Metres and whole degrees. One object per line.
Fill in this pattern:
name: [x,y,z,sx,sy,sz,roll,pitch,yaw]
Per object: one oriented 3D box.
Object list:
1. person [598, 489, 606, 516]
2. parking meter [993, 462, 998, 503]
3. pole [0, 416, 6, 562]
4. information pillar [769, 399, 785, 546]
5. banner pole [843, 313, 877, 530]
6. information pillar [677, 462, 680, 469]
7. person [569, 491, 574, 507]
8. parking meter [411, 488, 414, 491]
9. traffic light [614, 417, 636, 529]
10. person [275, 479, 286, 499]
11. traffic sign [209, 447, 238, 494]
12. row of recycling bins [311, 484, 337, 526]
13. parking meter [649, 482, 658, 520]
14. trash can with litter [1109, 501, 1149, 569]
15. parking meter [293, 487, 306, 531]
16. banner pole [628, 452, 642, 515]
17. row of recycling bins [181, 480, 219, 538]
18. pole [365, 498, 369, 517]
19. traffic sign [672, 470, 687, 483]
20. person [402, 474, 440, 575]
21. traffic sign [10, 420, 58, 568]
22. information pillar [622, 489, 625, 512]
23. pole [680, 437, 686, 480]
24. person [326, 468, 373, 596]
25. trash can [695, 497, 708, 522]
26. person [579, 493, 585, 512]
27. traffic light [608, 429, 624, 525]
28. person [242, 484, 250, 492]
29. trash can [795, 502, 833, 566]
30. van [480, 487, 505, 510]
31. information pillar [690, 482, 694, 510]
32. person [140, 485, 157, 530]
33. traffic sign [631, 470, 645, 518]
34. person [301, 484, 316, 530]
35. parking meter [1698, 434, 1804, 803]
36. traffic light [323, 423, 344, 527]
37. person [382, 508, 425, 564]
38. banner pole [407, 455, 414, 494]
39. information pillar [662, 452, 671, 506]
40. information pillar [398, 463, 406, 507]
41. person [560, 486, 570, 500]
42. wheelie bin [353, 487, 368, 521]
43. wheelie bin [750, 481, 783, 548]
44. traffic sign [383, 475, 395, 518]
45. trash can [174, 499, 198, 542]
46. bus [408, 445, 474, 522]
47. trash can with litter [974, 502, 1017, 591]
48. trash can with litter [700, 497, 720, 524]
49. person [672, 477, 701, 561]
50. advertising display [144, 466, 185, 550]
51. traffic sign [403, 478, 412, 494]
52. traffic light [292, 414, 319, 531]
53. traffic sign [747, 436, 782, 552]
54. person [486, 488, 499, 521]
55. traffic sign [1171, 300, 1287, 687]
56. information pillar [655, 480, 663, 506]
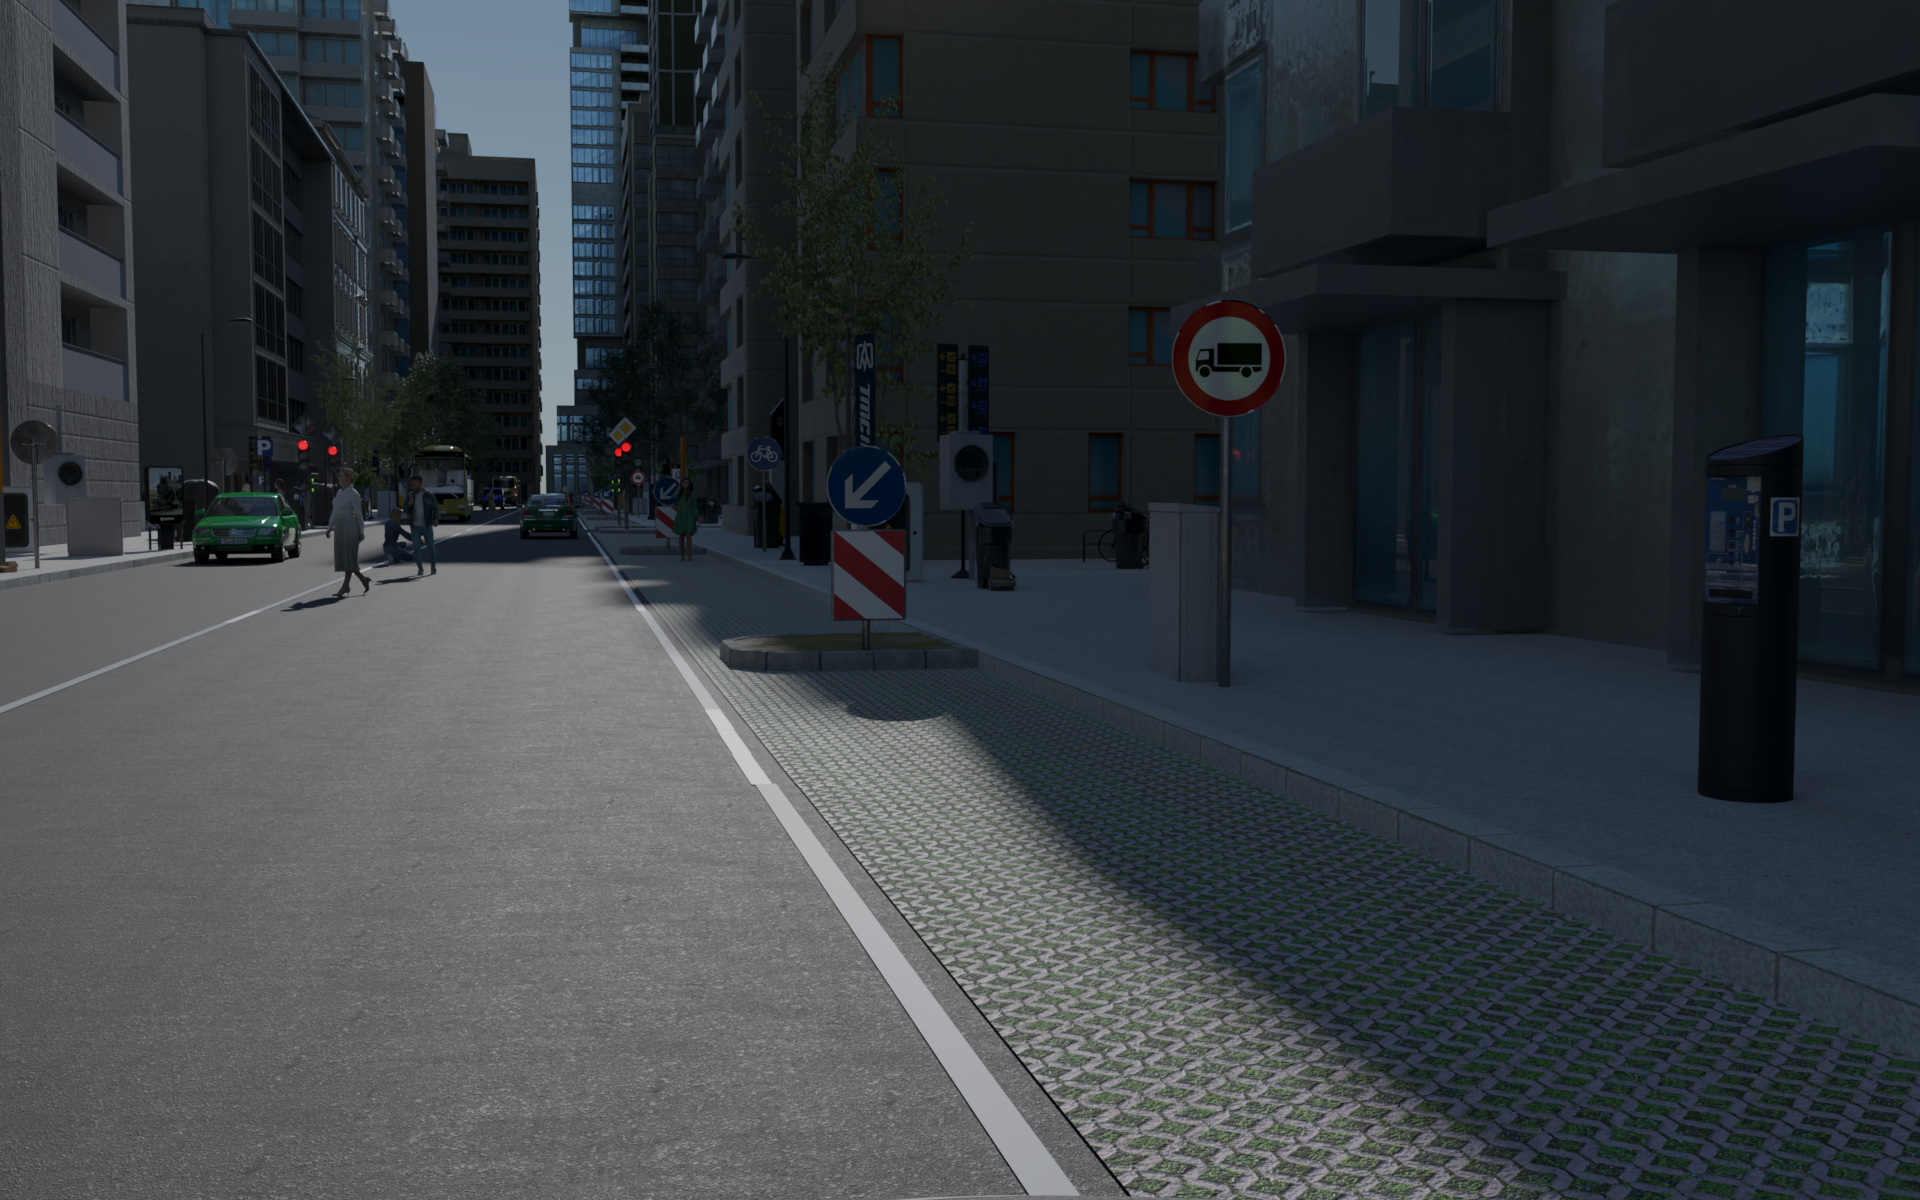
person: [-23.311,-6.363,112.763,0.641,1.798,0.478,3,4,36]
parking meter: [0.565,-1.592,31.743,0.255,1.863,0.399,0,4,3]
pole: [-16.854,-2.228,30.265,0.158,3.312,0.155,0,3,0]
information pillar: [-4.494,-3.132,42.571,0.183,3.616,0.504,3,4,36]
banner pole: [-1.404,-2.074,23.923,0.401,3.779,0.863,-3,5,-40]
information pillar: [-20.590,-8.316,127.322,0.504,3.616,0.183,-3,4,-37]
person: [-42.192,-10.970,188.303,0.568,1.767,0.683,2,4,27]
parking meter: [-34.787,-6.410,110.509,0.255,1.863,0.399,1,4,13]
traffic light: [-12.192,-4.538,63.123,0.839,4.253,0.868,-1,4,-13]
person: [-17.904,-2.262,45.501,0.388,1.821,0.555,-2,4,-33]
traffic sign: [-20.131,-2.890,47.362,0.768,2.556,0.104,0,4,-4]
row of recycling bins: [-25.995,-3.926,71.302,1.069,1.692,3.534,-1,4,-12]
parking meter: [-15.111,-4.872,85.370,0.399,1.863,0.255,-2,4,-24]
trash can with litter: [3.128,-1.127,29.822,1.055,1.170,0.624,-1,4,-13]
parking meter: [-22.784,-3.139,59.736,0.372,1.533,0.369,0,3,0]
banner pole: [-19.412,-6.954,103.718,0.863,3.779,0.401,0,4,6]
row of recycling bins: [-22.308,-2.656,50.546,1.069,1.692,3.534,-2,4,-30]
pole: [-33.749,-6.400,98.490,0.158,3.312,0.155,0,3,0]
traffic sign: [-11.438,-4.192,70.674,0.606,2.300,0.079,-1,4,-8]
person: [-9.537,-1.334,30.659,0.623,1.781,0.721,-1,4,-19]
traffic sign: [-15.945,-1.820,29.855,0.768,2.556,0.104,-1,4,-9]
information pillar: [-23.930,-8.083,123.509,0.183,3.616,0.504,3,4,37]
pole: [-9.833,-4.146,61.626,0.158,3.312,0.155,0,3,0]
person: [-8.622,-0.965,24.509,0.641,1.798,0.478,-3,5,-44]
trash can: [-12.160,-4.237,80.936,0.748,1.137,0.748,0,3,0]
person: [-29.875,-7.713,137.202,0.503,1.515,0.523,2,4,32]
traffic light: [-13.982,-5.014,70.906,0.839,4.253,0.868,-1,4,-13]
person: [-25.672,-3.274,62.213,0.537,1.800,0.526,-1,4,-15]
trash can: [-2.590,-1.192,31.149,0.748,1.137,0.748,0,3,0]
van: [-42.739,-9.431,158.576,2.240,2.365,5.245,-1,4,-13]
information pillar: [-16.299,-6.130,104.719,0.304,2.012,0.304,-3,5,-44]
person: [-30.162,-3.452,65.154,1.509,1.804,0.699,0,4,-7]
traffic sign: [-17.353,-5.709,93.440,0.768,2.556,0.104,0,4,-4]
person: [-25.082,-3.526,66.246,0.767,1.812,0.694,0,4,3]
parking meter: [3.339,0.067,7.321,0.372,1.533,0.369,0,3,0]
traffic light: [-24.710,-4.863,68.430,0.839,4.253,0.868,-1,4,-13]
person: [-11.590,-1.330,35.741,0.738,1.151,1.012,-3,5,-41]
banner pole: [-35.614,-7.472,112.181,0.401,3.779,0.863,1,4,22]
information pillar: [-16.241,-6.391,95.840,0.504,3.616,0.183,1,4,17]
information pillar: [-38.985,-7.936,121.109,0.504,3.616,0.183,-2,4,-27]
person: [-17.719,-4.218,77.650,0.537,1.800,0.526,1,4,12]
wheelie bin: [-28.428,-4.515,81.723,0.980,1.594,0.693,-1,4,-15]
wheelie bin: [-4.612,-2.032,41.137,0.693,1.594,0.980,-1,4,-20]
traffic sign: [-30.293,-5.493,91.934,0.606,2.300,0.079,-1,4,-12]
trash can: [-20.924,-2.143,46.684,0.748,1.137,0.748,0,3,0]
bus: [-26.999,-6.071,90.811,2.896,3.916,12.252,-1,4,-14]
trash can with litter: [0.553,-0.731,23.347,0.624,1.170,1.055,-1,4,-13]
trash can with litter: [-10.844,-3.867,74.614,1.055,1.170,0.624,3,4,38]
person: [-5.833,-1.720,36.873,0.600,1.795,0.529,-1,4,-16]
advertising display: [-18.300,-2.119,39.861,0.123,1.923,0.974,2,4,26]
traffic sign: [-34.872,-6.559,109.373,0.606,2.300,0.079,0,4,-5]
traffic light: [-22.920,-4.387,60.648,0.839,4.253,0.868,-1,4,-13]
traffic sign: [-4.319,-2.333,38.253,0.768,2.556,0.104,0,4,-5]
person: [-25.260,-5.183,93.576,0.599,1.781,0.374,1,4,21]
traffic sign: [1.763,-0.695,11.467,0.768,2.556,0.104,0,4,-4]
information pillar: [-15.595,-5.212,89.707,0.304,2.012,0.304,-2,4,-25]
